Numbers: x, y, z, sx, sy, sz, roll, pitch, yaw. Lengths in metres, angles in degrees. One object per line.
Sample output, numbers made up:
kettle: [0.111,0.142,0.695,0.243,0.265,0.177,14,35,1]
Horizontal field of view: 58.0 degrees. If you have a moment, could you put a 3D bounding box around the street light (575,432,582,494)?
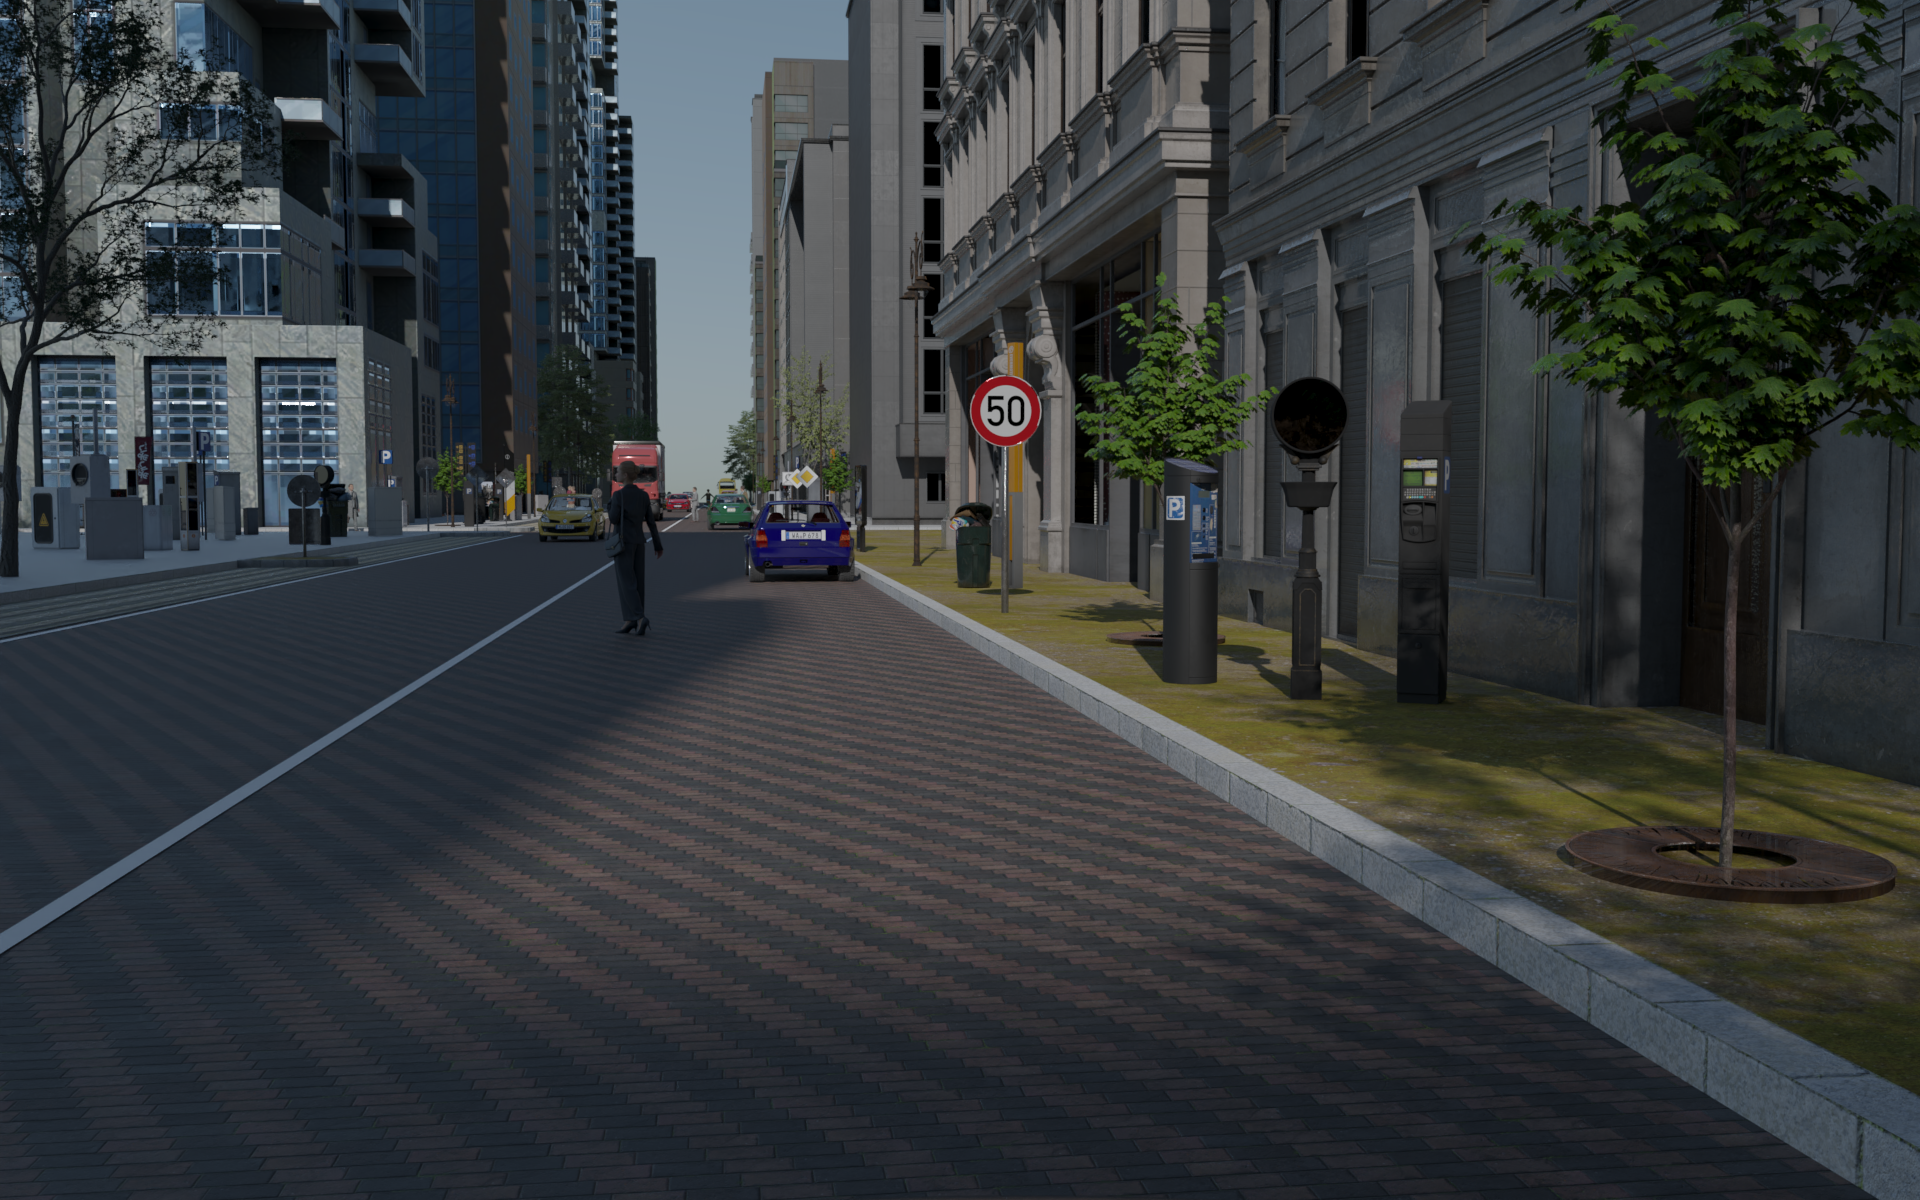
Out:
street light: [-27.705,-9.361,125.844,0.468,5.910,1.993,0,4,-8]

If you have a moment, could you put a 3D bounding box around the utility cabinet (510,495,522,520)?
utility cabinet: [-21.729,-4.499,84.722,0.306,1.237,1.020,-2,4,-31]

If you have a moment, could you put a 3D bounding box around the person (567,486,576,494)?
person: [-18.973,-4.658,84.637,0.580,1.828,0.573,2,4,28]

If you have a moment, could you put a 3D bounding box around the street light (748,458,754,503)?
street light: [-22.533,-13.213,188.823,0.468,5.910,1.993,0,4,-8]

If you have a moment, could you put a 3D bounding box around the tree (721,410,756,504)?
tree: [-28.479,-19.353,234.546,7.486,12.596,7.792,0,3,0]

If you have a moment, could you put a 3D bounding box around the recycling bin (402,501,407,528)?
recycling bin: [-21.654,-3.295,66.429,0.722,1.027,0.722,0,4,-4]

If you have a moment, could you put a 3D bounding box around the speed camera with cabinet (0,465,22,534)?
speed camera with cabinet: [-30.891,-3.730,55.326,2.038,3.252,0.660,2,4,27]

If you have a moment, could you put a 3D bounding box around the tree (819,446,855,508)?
tree: [-4.738,-4.521,68.518,1.663,3.219,1.824,0,3,0]

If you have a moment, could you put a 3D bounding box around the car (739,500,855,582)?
car: [-2.779,-1.035,29.508,1.945,1.354,3.894,-1,4,-9]

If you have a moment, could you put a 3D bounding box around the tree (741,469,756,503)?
tree: [-27.291,-14.905,227.410,4.285,4.588,4.351,0,3,0]

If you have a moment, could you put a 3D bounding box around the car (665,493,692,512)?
car: [-22.430,-7.904,138.270,2.155,1.783,4.494,0,4,-6]

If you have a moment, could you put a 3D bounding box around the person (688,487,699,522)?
person: [-13.548,-4.852,88.034,0.583,1.804,0.606,-1,4,-10]

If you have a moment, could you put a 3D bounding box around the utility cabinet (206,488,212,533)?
utility cabinet: [-24.277,-2.954,56.979,0.318,1.500,1.173,1,4,15]

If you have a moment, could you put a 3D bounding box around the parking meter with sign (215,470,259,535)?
parking meter with sign: [-22.822,-3.531,53.991,0.543,3.016,1.738,3,5,43]

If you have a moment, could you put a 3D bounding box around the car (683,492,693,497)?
car: [-39.965,-15.026,254.352,2.281,1.827,5.304,0,4,-7]

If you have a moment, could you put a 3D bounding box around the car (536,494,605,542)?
car: [-11.937,-2.637,53.337,2.015,1.641,3.980,0,4,-6]

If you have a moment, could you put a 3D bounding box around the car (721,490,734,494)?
car: [-23.689,-10.360,178.063,2.281,1.827,5.304,0,4,-6]

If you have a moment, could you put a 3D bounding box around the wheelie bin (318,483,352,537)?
wheelie bin: [-18.638,-2.682,51.753,0.980,1.594,0.693,-3,5,-39]

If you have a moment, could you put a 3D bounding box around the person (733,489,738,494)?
person: [-16.915,-7.497,130.887,0.447,1.846,0.655,-1,4,-15]

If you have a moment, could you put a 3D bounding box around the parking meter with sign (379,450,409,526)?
parking meter with sign: [-22.662,-4.479,69.495,0.543,3.016,1.738,0,4,5]

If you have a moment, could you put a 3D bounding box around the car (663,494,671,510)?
car: [-25.925,-8.897,155.684,2.015,1.641,3.980,-1,4,-10]

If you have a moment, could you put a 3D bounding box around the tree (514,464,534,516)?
tree: [-25.316,-6.470,100.385,1.663,3.219,1.824,0,3,0]

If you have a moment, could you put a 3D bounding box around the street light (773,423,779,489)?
street light: [-11.963,-8.554,112.646,0.468,5.910,1.993,0,4,-8]

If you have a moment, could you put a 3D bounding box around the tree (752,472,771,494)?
tree: [-17.016,-9.450,149.113,1.663,3.219,1.824,0,3,0]

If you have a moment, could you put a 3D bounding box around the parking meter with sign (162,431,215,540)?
parking meter with sign: [-21.878,-3.191,48.429,1.738,3.016,0.543,1,4,10]

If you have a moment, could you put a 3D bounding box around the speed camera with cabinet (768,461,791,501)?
speed camera with cabinet: [-10.866,-6.753,104.745,0.660,3.252,2.038,-2,4,-35]

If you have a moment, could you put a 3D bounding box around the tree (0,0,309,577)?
tree: [-14.587,-5.615,26.225,8.767,10.594,7.601,-2,4,-31]

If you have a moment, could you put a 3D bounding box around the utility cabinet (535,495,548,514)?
utility cabinet: [-26.512,-6.030,109.747,0.306,1.237,1.020,2,4,25]

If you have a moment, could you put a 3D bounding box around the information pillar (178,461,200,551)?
information pillar: [-17.454,-2.124,39.213,0.304,2.012,0.304,2,4,34]

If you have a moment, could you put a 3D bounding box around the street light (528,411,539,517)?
street light: [-23.620,-7.538,96.040,0.468,5.910,1.993,0,4,-8]

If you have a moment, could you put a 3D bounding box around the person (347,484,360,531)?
person: [-22.475,-3.383,63.921,0.767,1.812,0.694,3,4,38]

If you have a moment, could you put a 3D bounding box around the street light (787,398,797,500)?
street light: [-8.087,-6.757,83.271,0.468,5.910,1.993,0,4,-8]

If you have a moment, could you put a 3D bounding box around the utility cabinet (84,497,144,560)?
utility cabinet: [-16.610,-1.397,34.011,1.020,1.237,0.306,-2,4,-31]

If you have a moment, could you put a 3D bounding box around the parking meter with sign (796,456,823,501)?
parking meter with sign: [-6.730,-5.158,80.595,1.738,3.016,0.543,-1,4,-22]

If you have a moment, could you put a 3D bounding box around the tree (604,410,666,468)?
tree: [-40.517,-17.743,215.850,9.928,11.665,9.643,0,3,0]

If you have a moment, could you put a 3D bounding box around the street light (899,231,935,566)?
street light: [-0.769,-3.542,30.694,0.468,5.910,1.993,0,4,-8]

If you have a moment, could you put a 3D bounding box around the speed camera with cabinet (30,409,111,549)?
speed camera with cabinet: [-20.704,-2.809,40.264,2.038,3.252,0.660,2,4,25]

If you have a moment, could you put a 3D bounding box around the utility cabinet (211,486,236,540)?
utility cabinet: [-20.466,-2.419,48.230,0.318,1.500,1.173,-2,4,-35]

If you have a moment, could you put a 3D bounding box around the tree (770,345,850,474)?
tree: [-7.400,-8.343,86.768,4.737,8.622,4.395,0,3,0]

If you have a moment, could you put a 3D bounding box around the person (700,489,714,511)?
person: [-21.764,-8.659,149.705,1.348,1.869,0.705,-1,4,-20]

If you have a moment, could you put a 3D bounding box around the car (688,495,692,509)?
car: [-26.062,-9.261,163.777,2.083,1.381,4.827,-1,4,-9]

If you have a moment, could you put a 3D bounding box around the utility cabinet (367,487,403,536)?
utility cabinet: [-17.508,-2.693,52.715,0.318,1.500,1.173,2,4,23]

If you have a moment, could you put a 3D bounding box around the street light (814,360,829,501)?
street light: [-4.823,-5.337,60.044,0.468,5.910,1.993,0,4,-8]

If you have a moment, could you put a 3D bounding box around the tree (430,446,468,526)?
tree: [-20.495,-4.590,69.649,1.663,3.219,1.824,0,3,0]

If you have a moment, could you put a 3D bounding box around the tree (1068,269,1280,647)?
tree: [1.751,-1.254,15.104,1.663,3.219,1.824,0,3,0]

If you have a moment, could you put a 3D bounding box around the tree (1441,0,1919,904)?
tree: [2.723,-0.681,5.740,1.663,3.219,1.824,0,3,0]

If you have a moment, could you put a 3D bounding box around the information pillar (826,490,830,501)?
information pillar: [-6.353,-4.896,84.537,0.304,2.012,0.304,3,5,44]

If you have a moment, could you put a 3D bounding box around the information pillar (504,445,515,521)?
information pillar: [-21.568,-5.597,82.858,0.504,3.616,0.183,-2,4,-35]

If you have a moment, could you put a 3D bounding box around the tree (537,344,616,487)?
tree: [-29.961,-13.026,131.100,7.486,12.596,7.792,0,3,0]

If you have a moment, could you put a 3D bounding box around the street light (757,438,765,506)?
street light: [-16.211,-10.374,142.409,0.468,5.910,1.993,0,4,-8]

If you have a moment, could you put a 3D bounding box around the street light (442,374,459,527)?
street light: [-19.577,-5.743,66.688,0.468,5.910,1.993,0,4,-8]

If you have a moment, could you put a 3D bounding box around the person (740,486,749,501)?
person: [-10.599,-4.677,84.878,0.656,1.842,0.836,1,4,20]

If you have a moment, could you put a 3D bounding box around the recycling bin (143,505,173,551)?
recycling bin: [-18.489,-1.653,39.582,0.722,1.027,0.722,0,4,-4]

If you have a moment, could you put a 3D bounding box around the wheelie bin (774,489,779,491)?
wheelie bin: [-11.457,-6.152,108.500,0.693,1.594,0.980,1,4,16]

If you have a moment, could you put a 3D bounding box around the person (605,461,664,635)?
person: [-3.326,-0.538,17.725,0.534,1.772,0.576,1,4,17]

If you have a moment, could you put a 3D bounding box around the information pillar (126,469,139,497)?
information pillar: [-24.224,-2.828,50.733,0.304,2.012,0.304,-1,4,-21]

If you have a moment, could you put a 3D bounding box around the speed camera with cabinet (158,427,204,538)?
speed camera with cabinet: [-23.135,-3.489,51.380,0.660,3.252,2.038,-3,5,-45]

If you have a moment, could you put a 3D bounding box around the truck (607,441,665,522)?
truck: [-17.296,-6.388,93.353,2.839,4.237,11.283,0,4,-8]

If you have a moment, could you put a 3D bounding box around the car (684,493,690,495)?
car: [-31.034,-11.375,195.579,1.945,1.707,3.694,0,4,-7]

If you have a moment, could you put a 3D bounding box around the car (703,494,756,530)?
car: [-9.314,-3.569,70.145,2.131,1.459,4.920,-1,4,-9]
